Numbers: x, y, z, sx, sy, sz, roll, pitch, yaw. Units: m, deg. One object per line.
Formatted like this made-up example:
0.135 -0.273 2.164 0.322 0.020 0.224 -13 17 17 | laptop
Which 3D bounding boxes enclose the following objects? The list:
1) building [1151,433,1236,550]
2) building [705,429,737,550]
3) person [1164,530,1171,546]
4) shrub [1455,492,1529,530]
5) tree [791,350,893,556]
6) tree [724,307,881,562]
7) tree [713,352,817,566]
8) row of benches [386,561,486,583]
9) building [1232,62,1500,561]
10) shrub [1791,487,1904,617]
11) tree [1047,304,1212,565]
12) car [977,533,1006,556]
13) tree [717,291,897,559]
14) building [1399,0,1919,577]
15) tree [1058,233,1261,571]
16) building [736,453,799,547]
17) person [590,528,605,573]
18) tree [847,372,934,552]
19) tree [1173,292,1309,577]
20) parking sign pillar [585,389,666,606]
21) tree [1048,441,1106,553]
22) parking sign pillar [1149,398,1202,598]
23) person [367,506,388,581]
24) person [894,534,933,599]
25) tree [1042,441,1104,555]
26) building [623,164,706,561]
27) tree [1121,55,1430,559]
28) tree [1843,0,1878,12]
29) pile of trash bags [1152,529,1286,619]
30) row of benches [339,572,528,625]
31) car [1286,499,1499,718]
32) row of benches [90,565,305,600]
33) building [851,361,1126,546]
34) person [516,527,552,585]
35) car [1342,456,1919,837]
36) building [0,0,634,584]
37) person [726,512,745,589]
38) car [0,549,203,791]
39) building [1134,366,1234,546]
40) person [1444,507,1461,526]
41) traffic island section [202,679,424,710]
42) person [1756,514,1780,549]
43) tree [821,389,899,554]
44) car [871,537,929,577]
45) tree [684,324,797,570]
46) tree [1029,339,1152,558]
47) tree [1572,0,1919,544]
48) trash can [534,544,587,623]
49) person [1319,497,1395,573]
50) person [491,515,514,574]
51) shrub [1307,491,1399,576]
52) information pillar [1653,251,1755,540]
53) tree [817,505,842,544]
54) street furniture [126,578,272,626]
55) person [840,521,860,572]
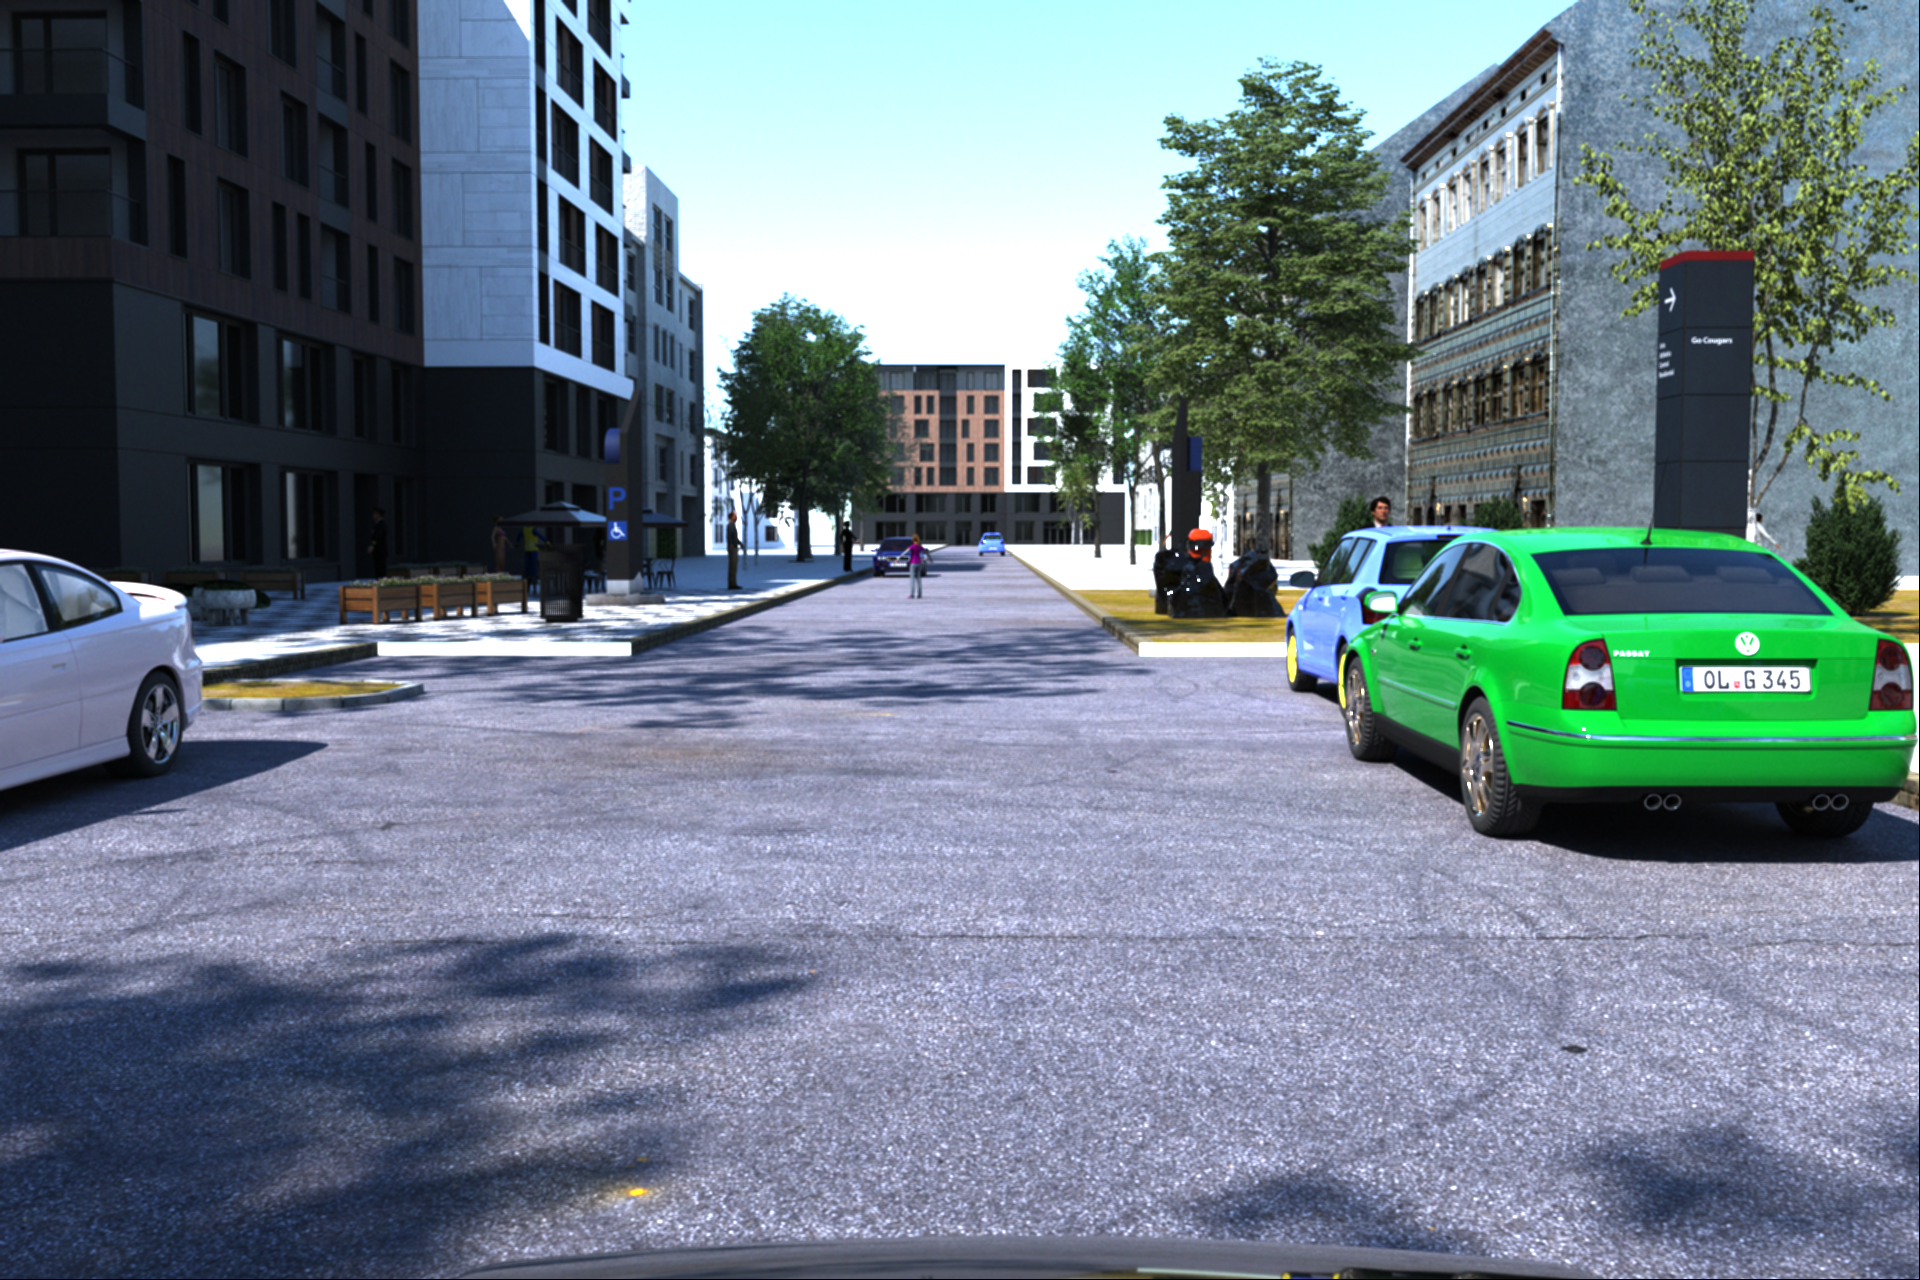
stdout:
22.932 -12.991 154.545 9.099 9.664 28.070 0 4 1 | building
-23.844 -12.761 150.794 9.099 9.664 28.070 0 4 1 | building
6.895 -2.957 54.481 1.347 1.817 0.704 -2 4 -32 | person
9.596 -1.615 30.832 1.690 2.028 1.600 0 3 0 | shrub
-7.692 -11.294 102.780 7.486 12.596 7.792 0 3 0 | tree
-7.147 -9.368 78.920 9.928 11.665 9.643 0 3 0 | tree
-8.129 -7.325 70.134 4.737 8.622 4.395 0 3 0 | tree
-11.605 -1.396 38.289 1.422 0.672 4.104 0 4 8 | row of benches
24.980 -15.865 90.315 19.493 23.208 18.063 0 4 0 | building
13.869 -1.411 27.115 1.661 2.075 1.752 0 3 0 | shrub
6.865 -8.367 71.217 7.601 10.594 8.767 -2 4 -33 | tree
2.104 -6.417 114.511 1.945 1.707 3.694 0 4 0 | car
-8.101 -11.254 90.664 9.857 13.997 8.962 0 3 0 | tree
27.216 -14.042 60.523 19.493 23.208 18.063 0 4 1 | building
7.003 -8.258 60.773 9.928 11.665 9.643 0 3 0 | tree
-20.351 -14.631 181.367 9.099 9.664 28.070 0 4 1 | building
-11.870 -3.103 56.873 0.704 1.812 1.346 -2 4 -27 | person
-7.045 -13.202 126.214 12.009 13.543 11.850 0 3 0 | tree
7.949 -6.162 51.107 4.737 8.622 4.395 0 3 0 | tree
-6.125 -2.639 31.612 1.447 3.967 1.447 0 4 1 | parking sign pillar
7.503 -10.172 116.668 4.360 8.622 3.978 0 3 0 | tree
4.561 -2.850 35.063 1.447 3.967 1.447 0 4 -1 | parking sign pillar
-11.736 -1.775 34.950 0.705 1.837 1.347 -1 4 -10 | person
-1.019 -1.638 38.511 0.991 1.433 0.599 -2 4 -32 | person
7.369 -9.605 107.398 4.737 8.622 4.395 0 3 0 | tree
-23.376 -13.270 83.420 16.747 18.905 31.486 0 4 1 | building
7.630 -7.543 41.460 7.486 12.596 7.792 0 3 0 | tree
24.228 -10.881 33.794 12.611 20.169 13.585 0 3 0 | tree
4.044 -1.108 27.872 1.912 1.369 3.447 0 4 -1 | pile of trash bags
-7.878 -0.669 26.405 1.422 0.672 4.104 1 4 18 | row of benches
3.825 -0.310 14.653 1.945 1.707 3.694 0 4 1 | car
-14.794 -1.118 33.742 4.104 0.672 1.422 0 4 -7 | row of benches
3.117 -22.691 217.426 32.646 21.610 27.936 0 4 -1 | building
-10.856 -2.299 44.051 1.216 1.772 0.721 2 4 30 | person
3.355 -0.047 9.568 1.959 1.807 4.718 0 4 0 | car
-27.006 -12.660 50.967 27.936 21.610 32.646 0 4 2 | building
-5.248 -2.079 40.266 0.705 1.796 1.348 0 4 4 | person
-5.653 0.211 8.913 2.083 1.381 4.827 0 4 0 | car
28.974 -19.838 190.807 16.747 18.905 31.486 0 4 0 | building
9.769 -1.719 34.237 1.348 1.813 0.705 0 4 -1 | person
-5.817 0.476 15.087 1.991 0.108 1.994 0 4 1 | traffic island section
20.436 -2.335 44.357 0.705 1.806 1.347 -1 4 -15 | person
-7.773 -11.412 112.339 9.928 11.665 9.643 0 3 0 | tree
-2.024 -2.828 58.817 1.945 1.354 3.894 0 4 0 | car
-7.529 -6.745 60.637 4.360 8.622 3.978 0 3 0 | tree
7.214 -10.178 92.169 9.928 11.665 9.643 0 3 0 | tree
9.543 -4.304 20.731 4.737 8.622 4.395 0 3 0 | tree
-5.792 -0.826 25.154 0.748 1.137 0.748 0 3 0 | trash can
4.236 -0.538 17.438 1.347 1.806 0.705 0 4 2 | person
-11.005 -2.131 41.645 0.721 1.733 1.217 0 4 5 | person
6.941 -1.578 30.226 1.690 2.028 1.600 0 3 0 | shrub
6.935 -1.641 16.209 0.750 3.857 0.750 0 4 1 | information pillar
-16.025 -16.293 216.747 4.737 8.622 4.395 0 3 0 | tree
-13.726 -0.695 26.982 5.734 0.657 10.072 -2 4 -24 | street furniture
-3.743 -3.188 58.845 0.721 1.740 1.216 -2 4 -35 | person
